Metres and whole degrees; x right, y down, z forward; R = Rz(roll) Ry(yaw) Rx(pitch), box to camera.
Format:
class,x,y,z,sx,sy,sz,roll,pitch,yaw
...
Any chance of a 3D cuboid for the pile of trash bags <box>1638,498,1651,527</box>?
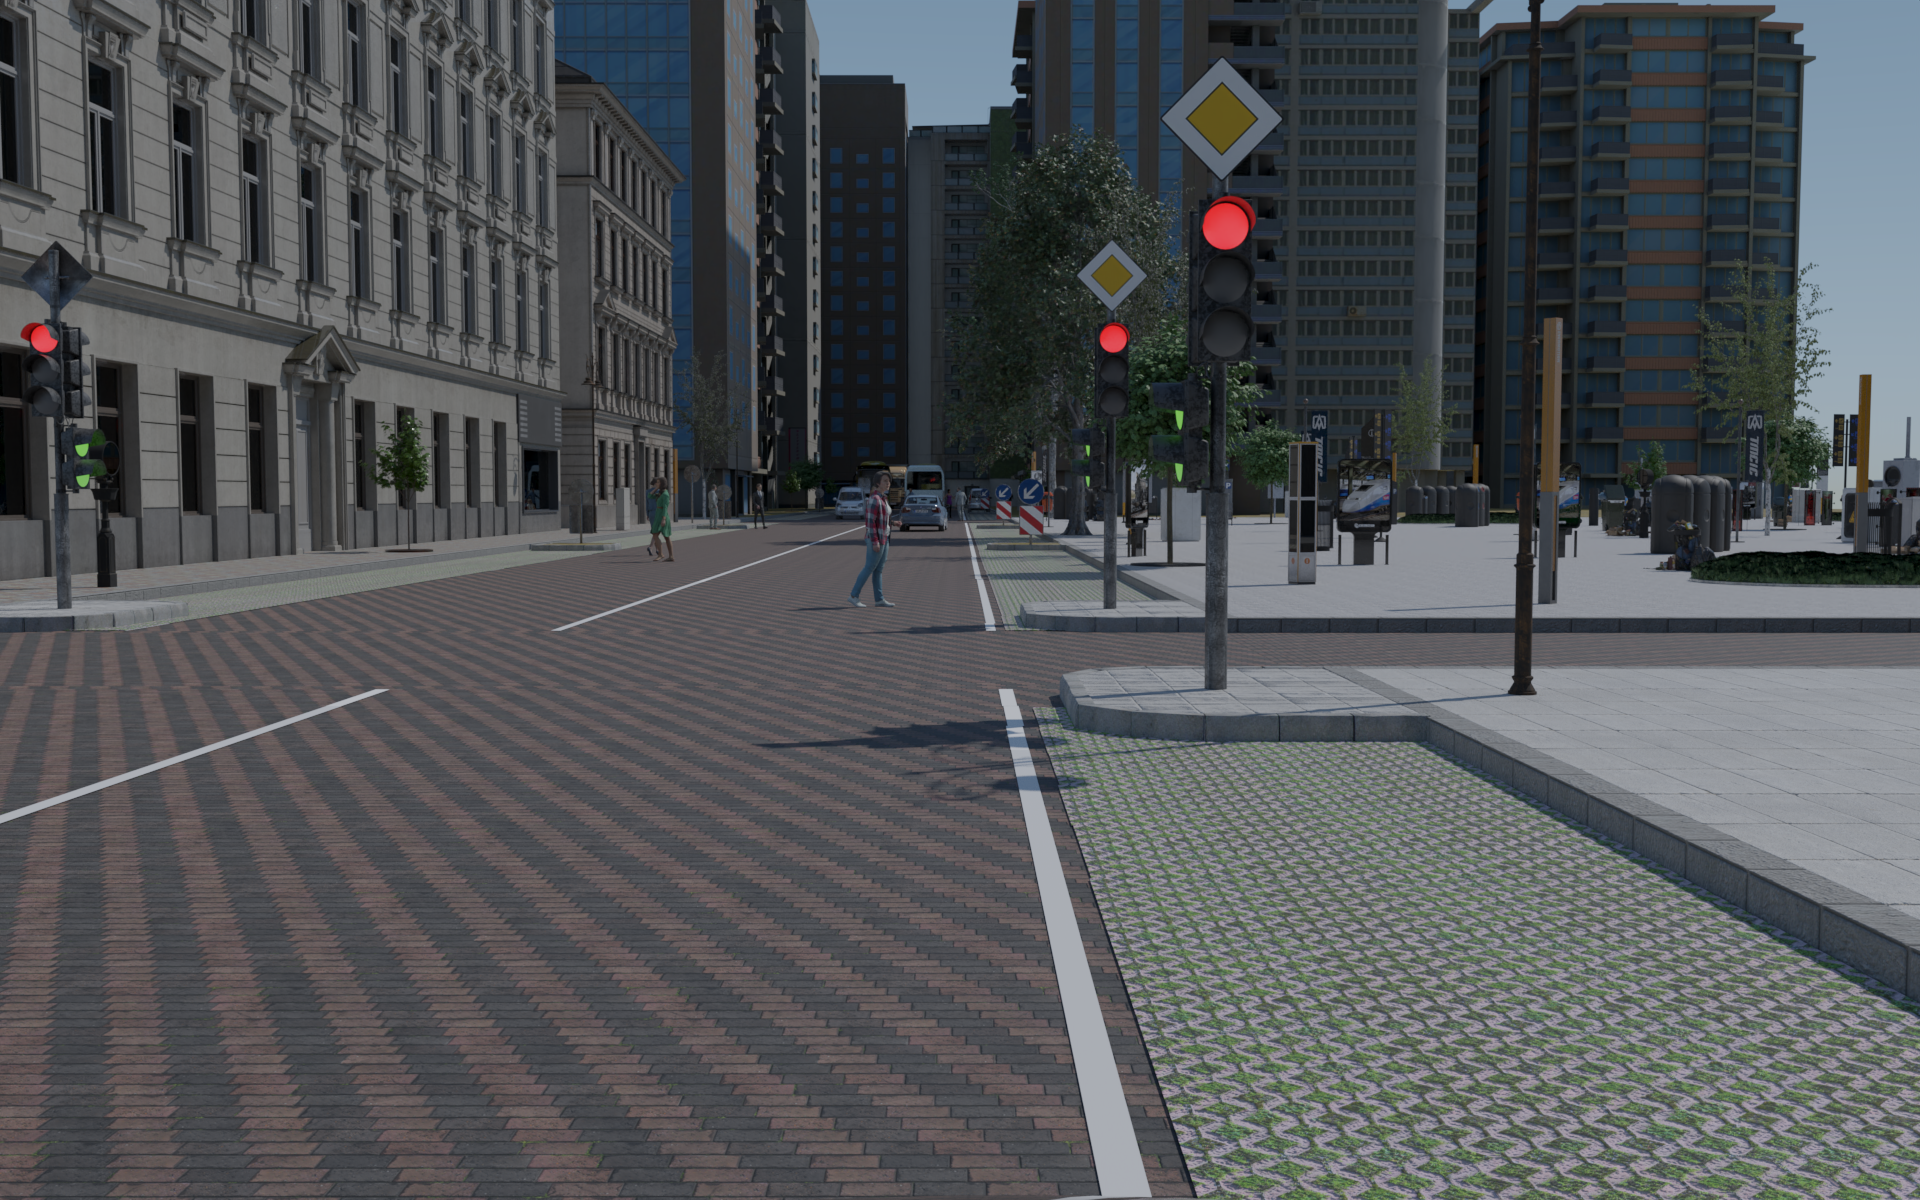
class,x,y,z,sx,sy,sz,roll,pitch,yaw
pile of trash bags,27.687,-3.517,67.251,1.912,1.369,3.447,0,4,0

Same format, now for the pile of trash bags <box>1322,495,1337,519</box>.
class,x,y,z,sx,sy,sz,roll,pitch,yaw
pile of trash bags,19.082,-4.862,89.241,1.912,1.369,3.447,-3,5,-40

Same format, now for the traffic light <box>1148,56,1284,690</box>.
class,x,y,z,sx,sy,sz,roll,pitch,yaw
traffic light,1.666,-1.369,11.296,0.839,4.253,0.868,0,3,0

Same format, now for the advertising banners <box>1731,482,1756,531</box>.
class,x,y,z,sx,sy,sz,roll,pitch,yaw
advertising banners,26.784,-3.881,59.649,0.090,3.025,2.074,-1,4,-14

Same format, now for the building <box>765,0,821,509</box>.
class,x,y,z,sx,sy,sz,roll,pitch,yaw
building,-24.111,-32.690,158.182,21.600,48.544,21.300,0,3,0

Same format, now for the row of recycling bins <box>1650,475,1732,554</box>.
class,x,y,z,sx,sy,sz,roll,pitch,yaw
row of recycling bins,16.189,-1.901,38.194,1.069,1.692,3.534,3,5,40

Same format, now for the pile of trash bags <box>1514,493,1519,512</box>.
class,x,y,z,sx,sy,sz,roll,pitch,yaw
pile of trash bags,29.704,-4.925,90.268,1.912,1.369,3.447,2,4,35

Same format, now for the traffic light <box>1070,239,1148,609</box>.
class,x,y,z,sx,sy,sz,roll,pitch,yaw
traffic light,1.661,-1.857,19.281,0.839,4.253,0.868,0,3,0

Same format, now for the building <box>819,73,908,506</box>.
class,x,y,z,sx,sy,sz,roll,pitch,yaw
building,-12.729,-32.750,185.581,14.200,45.320,14.600,0,3,0

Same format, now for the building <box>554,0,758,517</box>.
class,x,y,z,sx,sy,sz,roll,pitch,yaw
building,-19.699,-27.604,101.435,14.600,45.320,14.200,0,3,0

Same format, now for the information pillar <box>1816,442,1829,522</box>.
class,x,y,z,sx,sy,sz,roll,pitch,yaw
information pillar,38.936,-5.310,78.178,0.504,3.616,0.183,1,4,14

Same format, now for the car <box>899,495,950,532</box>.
class,x,y,z,sx,sy,sz,roll,pitch,yaw
car,-1.418,-3.400,67.597,2.014,1.417,4.499,0,4,1

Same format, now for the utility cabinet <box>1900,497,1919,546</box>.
class,x,y,z,sx,sy,sz,roll,pitch,yaw
utility cabinet,22.045,-1.762,39.971,1.020,1.237,0.306,-3,4,-37

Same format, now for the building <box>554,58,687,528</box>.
class,x,y,z,sx,sy,sz,roll,pitch,yaw
building,-18.266,-12.755,73.169,10.561,19.102,19.286,0,3,0

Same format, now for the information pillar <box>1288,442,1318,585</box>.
class,x,y,z,sx,sy,sz,roll,pitch,yaw
information pillar,4.863,-1.228,24.577,0.304,2.012,0.304,-1,4,-18

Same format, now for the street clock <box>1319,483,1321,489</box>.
class,x,y,z,sx,sy,sz,roll,pitch,yaw
street clock,17.886,-5.039,86.963,0.471,2.002,0.358,1,4,19

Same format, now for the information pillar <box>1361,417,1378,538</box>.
class,x,y,z,sx,sy,sz,roll,pitch,yaw
information pillar,11.999,-3.634,50.770,0.504,3.616,0.183,2,4,34

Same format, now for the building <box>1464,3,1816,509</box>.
class,x,y,z,sx,sy,sz,roll,pitch,yaw
building,61.032,-30.763,157.597,28.867,44.769,22.147,0,3,0

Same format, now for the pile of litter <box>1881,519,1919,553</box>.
class,x,y,z,sx,sy,sz,roll,pitch,yaw
pile of litter,20.436,-1.404,36.920,1.176,0.858,1.719,0,4,1

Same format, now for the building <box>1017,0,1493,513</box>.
class,x,y,z,sx,sy,sz,roll,pitch,yaw
building,20.602,-26.671,127.959,32.217,40.220,23.993,0,3,0

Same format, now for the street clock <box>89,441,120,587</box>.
class,x,y,z,sx,sy,sz,roll,pitch,yaw
street clock,-11.758,-1.178,23.823,0.358,2.002,0.471,0,4,2

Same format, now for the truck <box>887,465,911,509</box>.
class,x,y,z,sx,sy,sz,roll,pitch,yaw
truck,-6.076,-10.868,166.604,2.839,4.237,11.283,0,4,2

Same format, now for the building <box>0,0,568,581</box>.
class,x,y,z,sx,sy,sz,roll,pitch,yaw
building,-21.958,-16.194,41.189,17.030,29.872,44.131,0,3,0

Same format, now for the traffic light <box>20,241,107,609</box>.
class,x,y,z,sx,sy,sz,roll,pitch,yaw
traffic light,-10.001,-1.855,19.258,0.839,4.253,0.868,0,3,0

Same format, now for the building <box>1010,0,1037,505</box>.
class,x,y,z,sx,sy,sz,roll,pitch,yaw
building,15.715,-30.572,154.479,22.147,44.769,28.867,0,3,0

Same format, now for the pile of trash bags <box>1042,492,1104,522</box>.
class,x,y,z,sx,sy,sz,roll,pitch,yaw
pile of trash bags,5.505,-4.396,81.630,3.447,1.369,1.912,1,4,11

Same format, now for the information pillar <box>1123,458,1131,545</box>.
class,x,y,z,sx,sy,sz,roll,pitch,yaw
information pillar,4.425,-3.210,43.843,0.183,3.616,0.504,-2,4,-27

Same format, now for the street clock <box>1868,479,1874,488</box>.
class,x,y,z,sx,sy,sz,roll,pitch,yaw
street clock,44.339,-4.893,84.577,0.471,2.002,0.358,3,5,44

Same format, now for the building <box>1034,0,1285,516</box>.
class,x,y,z,sx,sy,sz,roll,pitch,yaw
building,11.902,-28.045,108.646,14.600,45.320,14.200,0,3,0

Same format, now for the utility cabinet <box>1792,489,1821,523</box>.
class,x,y,z,sx,sy,sz,roll,pitch,yaw
utility cabinet,37.636,-4.178,76.991,1.173,1.500,0.318,0,4,-7

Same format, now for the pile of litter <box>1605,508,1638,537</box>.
class,x,y,z,sx,sy,sz,roll,pitch,yaw
pile of litter,20.318,-2.396,53.134,1.719,0.858,1.176,-3,4,-37

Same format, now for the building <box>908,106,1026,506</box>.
class,x,y,z,sx,sy,sz,roll,pitch,yaw
building,1.413,-30.734,186.098,14.086,41.232,14.154,0,3,0

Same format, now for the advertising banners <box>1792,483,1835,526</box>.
class,x,y,z,sx,sy,sz,roll,pitch,yaw
advertising banners,34.719,-4.553,70.632,2.074,3.025,0.090,0,4,-8

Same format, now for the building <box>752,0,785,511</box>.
class,x,y,z,sx,sy,sz,roll,pitch,yaw
building,-24.328,-28.660,123.217,22.147,44.769,28.867,0,3,0

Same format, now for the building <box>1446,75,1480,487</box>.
class,x,y,z,sx,sy,sz,roll,pitch,yaw
building,39.363,-29.260,161.997,14.086,41.232,14.154,0,3,0

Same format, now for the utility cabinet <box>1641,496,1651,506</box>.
class,x,y,z,sx,sy,sz,roll,pitch,yaw
utility cabinet,27.689,-3.589,69.849,0.306,1.237,1.020,1,4,11

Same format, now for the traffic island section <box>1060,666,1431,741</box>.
class,x,y,z,sx,sy,sz,roll,pitch,yaw
traffic island section,1.706,0.665,11.410,2.009,0.180,2.903,0,3,0

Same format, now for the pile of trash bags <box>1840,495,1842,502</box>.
class,x,y,z,sx,sy,sz,roll,pitch,yaw
pile of trash bags,34.555,-3.402,65.370,1.912,1.369,3.447,3,4,36

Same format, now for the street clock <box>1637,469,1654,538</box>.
class,x,y,z,sx,sy,sz,roll,pitch,yaw
street clock,19.889,-2.798,50.310,0.358,2.002,0.471,-1,4,-19

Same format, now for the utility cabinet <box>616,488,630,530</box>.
class,x,y,z,sx,sy,sz,roll,pitch,yaw
utility cabinet,-11.951,-3.221,61.341,0.318,1.500,1.173,0,4,-1

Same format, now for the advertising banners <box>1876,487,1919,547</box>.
class,x,y,z,sx,sy,sz,roll,pitch,yaw
advertising banners,22.783,-2.761,41.338,0.090,3.025,2.074,-1,4,-20

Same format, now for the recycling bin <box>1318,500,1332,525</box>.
class,x,y,z,sx,sy,sz,roll,pitch,yaw
recycling bin,14.864,-3.600,71.410,0.722,1.027,0.722,0,4,-8

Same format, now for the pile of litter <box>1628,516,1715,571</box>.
class,x,y,z,sx,sy,sz,roll,pitch,yaw
pile of litter,12.345,-0.927,29.123,1.176,0.858,1.719,-1,4,-16

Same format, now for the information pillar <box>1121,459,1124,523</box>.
class,x,y,z,sx,sy,sz,roll,pitch,yaw
information pillar,7.261,-5.218,76.667,0.183,3.616,0.504,0,4,3

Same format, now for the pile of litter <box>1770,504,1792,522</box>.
class,x,y,z,sx,sy,sz,roll,pitch,yaw
pile of litter,37.670,-3.975,78.962,1.176,0.858,1.719,0,4,2

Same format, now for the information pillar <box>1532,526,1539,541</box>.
class,x,y,z,sx,sy,sz,roll,pitch,yaw
information pillar,15.560,-2.602,47.033,0.304,2.012,0.304,2,4,32
